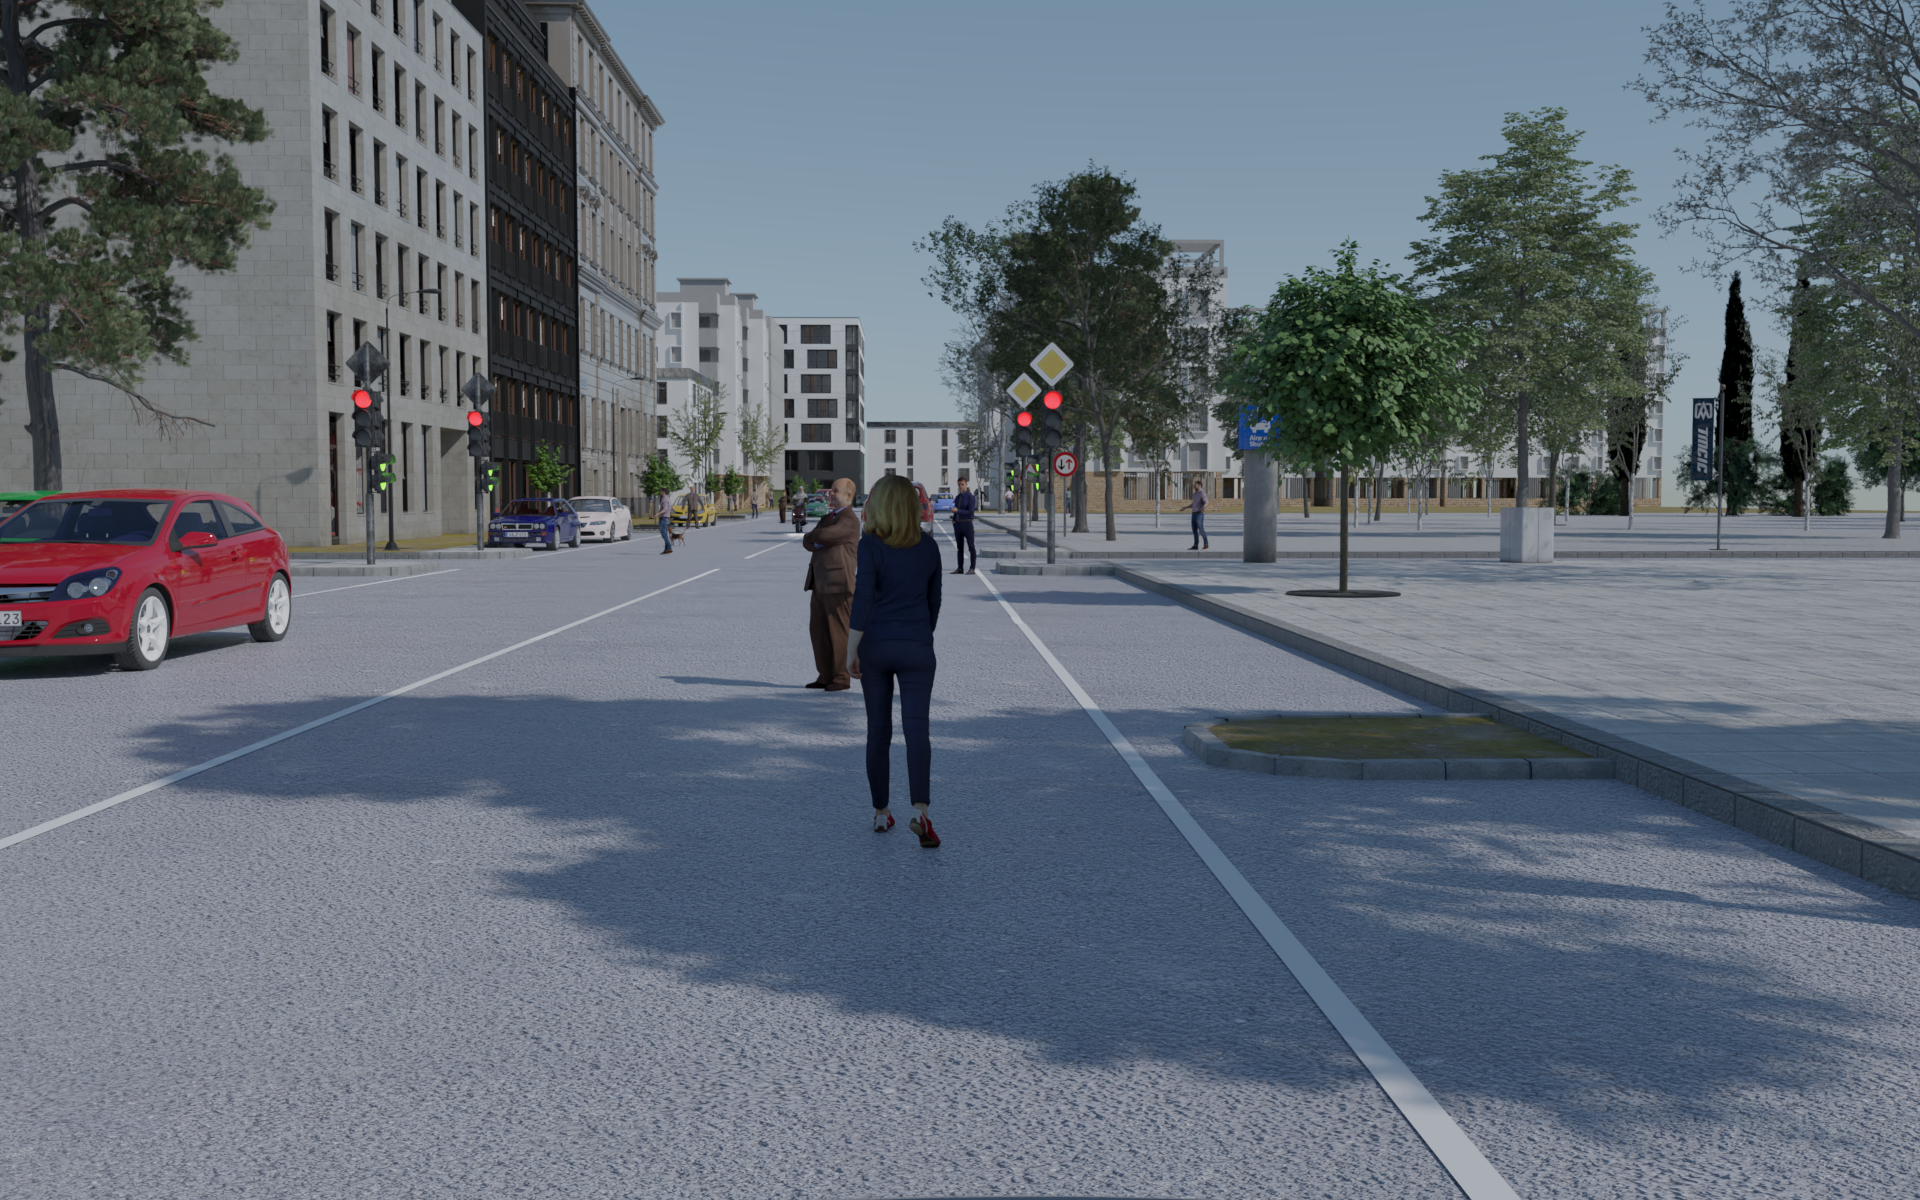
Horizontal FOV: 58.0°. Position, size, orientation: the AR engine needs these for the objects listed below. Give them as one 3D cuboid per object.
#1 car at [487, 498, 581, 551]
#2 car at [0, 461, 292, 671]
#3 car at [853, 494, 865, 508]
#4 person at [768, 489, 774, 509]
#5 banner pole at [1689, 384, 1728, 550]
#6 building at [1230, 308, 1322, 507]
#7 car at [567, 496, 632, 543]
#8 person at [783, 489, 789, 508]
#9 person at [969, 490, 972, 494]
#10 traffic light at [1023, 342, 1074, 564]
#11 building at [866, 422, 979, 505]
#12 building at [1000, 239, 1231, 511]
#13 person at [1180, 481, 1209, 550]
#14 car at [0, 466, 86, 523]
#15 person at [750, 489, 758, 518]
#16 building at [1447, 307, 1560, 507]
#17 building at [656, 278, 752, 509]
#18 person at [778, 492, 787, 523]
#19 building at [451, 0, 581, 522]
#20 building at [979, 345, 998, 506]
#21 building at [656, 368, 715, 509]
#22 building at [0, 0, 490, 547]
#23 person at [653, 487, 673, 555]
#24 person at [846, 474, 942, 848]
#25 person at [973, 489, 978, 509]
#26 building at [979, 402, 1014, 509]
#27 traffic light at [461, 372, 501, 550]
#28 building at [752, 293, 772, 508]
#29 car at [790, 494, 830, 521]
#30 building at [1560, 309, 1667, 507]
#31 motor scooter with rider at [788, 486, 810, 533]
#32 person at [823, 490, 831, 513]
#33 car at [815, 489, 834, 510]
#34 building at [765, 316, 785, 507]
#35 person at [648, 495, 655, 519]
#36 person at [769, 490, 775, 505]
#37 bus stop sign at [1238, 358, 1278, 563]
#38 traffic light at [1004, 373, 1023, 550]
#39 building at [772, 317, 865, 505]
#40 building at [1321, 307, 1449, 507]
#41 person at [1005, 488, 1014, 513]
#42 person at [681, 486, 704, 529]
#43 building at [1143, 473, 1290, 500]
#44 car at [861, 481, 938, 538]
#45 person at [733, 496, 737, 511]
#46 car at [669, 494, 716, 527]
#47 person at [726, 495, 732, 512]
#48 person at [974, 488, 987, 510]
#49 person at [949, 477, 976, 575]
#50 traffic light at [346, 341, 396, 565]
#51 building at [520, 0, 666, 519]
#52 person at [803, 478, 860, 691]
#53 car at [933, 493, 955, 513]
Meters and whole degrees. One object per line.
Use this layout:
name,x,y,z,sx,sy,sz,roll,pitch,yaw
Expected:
car,-11.024,-1.979,44.929,1.945,1.354,3.894,0,4,0
car,-7.473,-0.387,15.366,2.155,1.783,4.494,0,4,-1
car,-10.251,-10.501,183.485,2.131,1.459,4.920,0,4,-3
person,-16.444,-8.784,150.193,0.617,1.759,0.750,-2,4,-29
banner pole,17.146,-3.033,39.612,0.863,3.779,0.401,1,4,15
building,30.237,-19.939,182.423,11.380,20.091,16.016,0,4,-2
car,-11.083,-2.430,52.087,2.083,1.381,4.827,0,4,-1
person,-16.200,-9.430,160.936,0.721,1.735,1.217,1,4,20
person,0.828,-11.047,187.212,0.990,1.755,0.434,-2,4,-34
traffic light,1.655,-2.600,31.751,0.839,4.213,0.868,0,4,-2
building,3.085,-16.101,205.404,28.070,9.664,9.099,0,4,-2
building,11.550,-16.925,133.140,16.016,20.091,11.380,0,4,-2
person,5.406,-1.923,39.447,0.435,1.587,0.963,-2,4,-30
car,-10.311,-0.643,19.304,1.959,1.807,4.718,0,4,-3
person,-12.186,-5.684,101.969,0.617,1.759,0.750,-3,4,-37
building,54.102,-19.910,181.952,11.380,20.091,16.016,0,4,-2
building,-26.760,-17.915,149.322,16.016,20.091,11.380,0,4,-2
person,-8.694,-4.538,84.965,0.388,1.546,0.482,-3,4,-36
building,-22.305,-14.466,66.198,12.332,23.373,15.834,0,4,-2
building,10.378,-19.332,172.499,16.016,20.091,11.380,0,4,-2
building,-22.842,-11.444,129.262,9.099,9.664,28.070,0,4,-2
building,-20.844,-11.906,49.423,10.420,20.320,16.860,0,4,-2
person,-6.955,-1.849,40.688,0.435,1.587,0.963,0,4,-6
person,-0.233,0.236,7.186,0.480,1.512,0.613,-3,4,-36
person,1.365,-8.433,144.594,0.551,1.740,0.621,1,4,9
building,7.045,-12.898,153.034,9.099,9.664,28.070,0,4,-2
traffic light,-10.916,-3.067,39.387,0.839,4.213,0.868,0,4,-2
building,-25.699,-18.611,160.713,16.016,20.091,11.380,0,4,-2
car,-7.986,-4.937,92.524,2.131,1.459,4.920,0,4,-2
building,65.615,-19.969,182.914,11.380,20.091,16.016,0,4,-2
motor scooter with rider,-6.036,-3.415,64.795,0.876,1.779,1.986,0,4,-1
person,-9.803,-7.211,127.202,0.445,1.727,0.742,1,4,19
car,-10.393,-7.687,134.351,2.281,1.827,5.304,0,4,-2
building,-34.678,-19.184,180.117,31.486,18.905,16.747,0,4,-2
person,-15.651,-4.884,87.956,0.319,1.574,0.516,1,4,14
person,-18.753,-9.987,170.059,1.217,1.736,0.721,-1,4,-23
bus stop sign,5.626,-2.653,32.389,0.837,3.901,0.837,1,4,11
traffic light,1.440,-3.088,39.733,0.839,4.213,0.868,0,4,-2
building,-28.318,-22.602,213.511,32.646,21.610,27.936,0,4,-2
building,42.730,-19.882,181.497,11.380,20.091,16.016,0,4,-2
person,3.336,-6.860,119.144,0.756,1.711,0.436,-2,4,-25
person,-10.941,-3.791,71.035,0.990,1.755,0.434,-1,4,-22
building,31.500,-16.164,206.420,28.070,9.664,9.099,0,4,-2
car,-1.795,-2.572,50.728,2.281,1.827,5.304,0,4,0
person,-16.755,-7.451,128.789,0.530,1.710,0.541,1,4,19
car,-11.788,-4.037,76.230,2.015,1.641,3.980,0,4,-1
person,-16.910,-7.376,127.345,0.721,1.736,1.217,1,4,19
person,1.605,-8.048,137.654,1.348,1.821,0.705,-2,4,-29
person,0.018,-1.325,30.866,0.576,1.737,0.504,3,4,37
traffic light,-10.702,-2.579,31.404,0.839,4.213,0.868,0,4,-2
building,-22.637,-17.702,86.691,12.463,27.353,25.104,0,4,-2
person,-0.928,-0.112,12.608,0.388,1.546,0.482,-2,4,-28
car,-1.163,-7.389,130.401,1.945,1.707,3.694,0,4,-3
